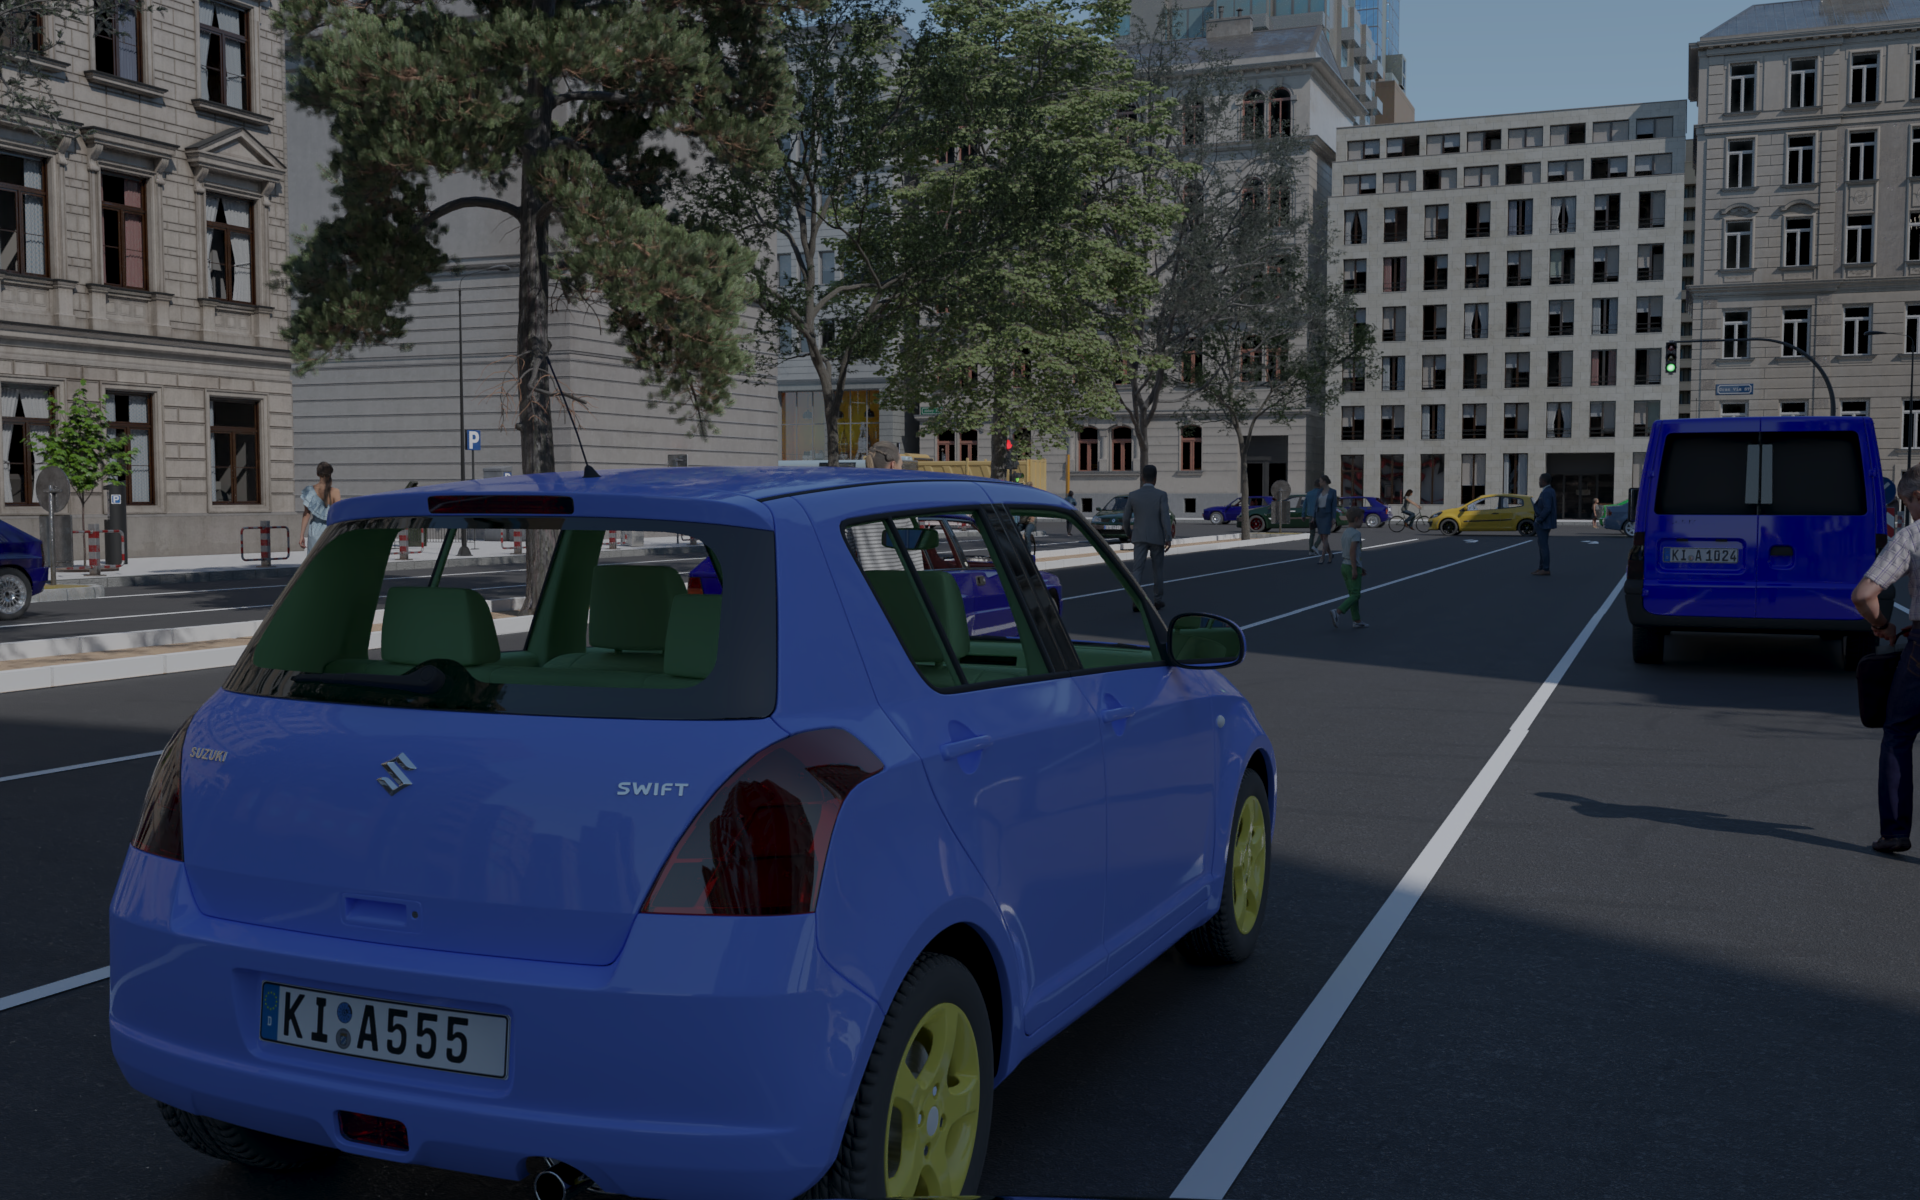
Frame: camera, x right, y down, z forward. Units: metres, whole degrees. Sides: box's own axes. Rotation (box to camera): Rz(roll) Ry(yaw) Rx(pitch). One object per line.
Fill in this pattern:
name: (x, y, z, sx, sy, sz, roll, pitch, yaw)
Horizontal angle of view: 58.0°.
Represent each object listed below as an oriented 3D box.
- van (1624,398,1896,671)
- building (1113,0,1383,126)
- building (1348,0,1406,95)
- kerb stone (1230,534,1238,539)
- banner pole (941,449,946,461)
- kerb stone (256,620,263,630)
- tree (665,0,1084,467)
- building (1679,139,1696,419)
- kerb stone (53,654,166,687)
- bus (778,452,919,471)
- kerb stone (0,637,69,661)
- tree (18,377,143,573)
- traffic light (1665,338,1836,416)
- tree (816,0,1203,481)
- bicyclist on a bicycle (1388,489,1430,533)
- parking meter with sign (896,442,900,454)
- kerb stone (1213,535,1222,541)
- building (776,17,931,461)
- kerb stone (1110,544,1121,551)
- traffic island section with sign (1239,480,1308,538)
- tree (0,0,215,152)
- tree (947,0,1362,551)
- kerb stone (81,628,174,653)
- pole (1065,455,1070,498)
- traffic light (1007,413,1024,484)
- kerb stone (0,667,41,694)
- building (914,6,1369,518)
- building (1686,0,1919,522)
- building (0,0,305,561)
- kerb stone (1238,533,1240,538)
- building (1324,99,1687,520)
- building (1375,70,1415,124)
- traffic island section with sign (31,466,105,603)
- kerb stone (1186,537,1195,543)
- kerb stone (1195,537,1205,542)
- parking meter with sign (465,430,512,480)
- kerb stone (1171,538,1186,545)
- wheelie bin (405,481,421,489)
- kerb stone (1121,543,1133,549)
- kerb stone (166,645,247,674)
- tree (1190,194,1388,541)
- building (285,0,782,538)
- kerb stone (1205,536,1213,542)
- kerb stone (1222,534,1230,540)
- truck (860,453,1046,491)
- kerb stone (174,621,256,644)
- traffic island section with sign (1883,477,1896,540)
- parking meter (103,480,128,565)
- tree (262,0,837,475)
van: (7.241, -0.702, 15.856, 2.240, 2.365, 5.245, 2, 4, 23)
building: (27.994, -33.492, 167.206, 23.786, 49.044, 30.456, 1, 4, 23)
building: (52.590, -57.766, 257.150, 31.000, 86.520, 22.319, 1, 4, 23)
kerb stone: (8.544, -2.000, 54.937, 0.120, 0.150, 1.000, 1, 4, 23)
banner pole: (-0.893, -6.432, 95.185, 0.401, 3.779, 0.863, -1, 4, -17)
kerb stone: (-6.929, 0.264, 17.885, 0.120, 0.150, 1.000, 1, 4, 23)
tree: (-1.764, -5.490, 26.633, 8.767, 10.594, 7.601, 1, 4, 23)
building: (103.052, -37.530, 237.310, 21.600, 48.544, 21.300, 1, 4, 23)
kerb stone: (-6.575, 0.543, 13.314, 0.120, 0.150, 1.000, 1, 4, 23)
bus: (-7.499, -5.235, 80.450, 13.247, 3.499, 2.948, 2, 4, 24)
kerb stone: (-8.125, 0.437, 15.043, 0.120, 0.150, 1.000, 1, 4, 23)
tree: (-14.419, -2.088, 28.736, 1.663, 3.219, 1.824, 0, 3, 0)
traffic light: (23.066, -4.637, 50.483, 4.771, 5.953, 1.251, 1, 4, 23)
tree: (0.812, -6.922, 33.766, 7.486, 12.596, 7.792, 0, 3, 0)
bicyclist on a bicycle: (16.778, -3.330, 64.459, 1.625, 1.676, 1.499, 1, 4, 21)
parking meter with sign: (-2.913, -3.814, 58.621, 1.738, 3.016, 0.543, 0, 4, 1)
kerb stone: (7.756, -1.886, 53.034, 0.120, 0.150, 1.000, 1, 4, 23)
building: (-15.342, -20.250, 108.572, 29.804, 29.767, 11.434, 1, 4, 23)
kerb stone: (3.768, -1.299, 43.507, 0.120, 0.150, 1.000, 1, 4, 23)
traffic island section with sign: (10.294, -2.947, 56.325, 2.006, 1.907, 1.989, 1, 4, 23)
tree: (-8.778, -5.941, 9.966, 12.009, 13.543, 11.850, 0, 3, 0)
tree: (4.588, -7.962, 43.002, 12.009, 13.543, 11.850, 0, 3, 0)
kerb stone: (-7.728, 0.379, 15.994, 0.120, 0.150, 1.000, 1, 4, 23)
pole: (5.570, -5.858, 89.623, 0.158, 3.312, 0.155, 0, 3, 0)
traffic light: (1.757, -4.316, 59.486, 0.839, 4.253, 0.868, 1, 4, 23)
kerb stone: (-6.970, 0.601, 12.367, 0.120, 0.150, 1.000, 1, 4, 23)
building: (10.228, -19.093, 99.566, 23.554, 28.519, 14.401, 1, 4, 23)
building: (48.118, -17.452, 82.598, 25.104, 27.353, 12.463, 1, 4, 23)
building: (-22.562, -10.223, 31.782, 10.561, 19.102, 19.286, 1, 4, 23)
kerb stone: (8.950, -2.057, 55.880, 0.120, 0.150, 1.000, 1, 4, 23)
building: (28.560, -14.414, 90.413, 16.860, 20.320, 10.420, 1, 4, 23)
building: (40.558, -32.804, 186.455, 14.600, 45.320, 14.200, 1, 4, 23)
traffic island section with sign: (-12.946, -0.919, 23.650, 1.989, 1.847, 2.006, 1, 4, 23)
kerb stone: (6.555, -1.706, 50.181, 0.120, 0.150, 1.000, 1, 4, 23)
kerb stone: (6.962, -1.770, 51.139, 0.120, 0.150, 1.000, 1, 4, 23)
parking meter with sign: (-12.519, -3.097, 46.892, 1.738, 3.016, 0.543, 2, 4, 25)
kerb stone: (6.153, -1.653, 49.225, 0.120, 0.150, 1.000, 1, 4, 23)
wheelie bin: (-13.308, -2.101, 42.252, 0.693, 1.594, 0.980, 0, 4, -2)
kerb stone: (4.163, -1.361, 44.454, 0.120, 0.150, 1.000, 1, 4, 23)
kerb stone: (-6.174, 0.485, 14.264, 0.120, 0.150, 1.000, 1, 4, 23)
tree: (8.769, -7.055, 52.218, 8.767, 10.594, 7.601, 1, 4, 23)
building: (-19.000, -13.136, 56.580, 24.055, 21.916, 13.314, 1, 4, 23)
kerb stone: (7.361, -1.828, 52.087, 0.120, 0.150, 1.000, 1, 4, 23)
kerb stone: (8.154, -1.944, 53.985, 0.120, 0.150, 1.000, 1, 4, 23)
truck: (-0.870, -5.319, 82.894, 9.791, 3.379, 3.469, 1, 4, 21)
kerb stone: (-7.335, 0.324, 16.943, 0.120, 0.150, 1.000, 1, 4, 23)
traffic island section with sign: (20.688, -1.880, 39.361, 1.989, 1.847, 2.006, 1, 4, 23)
parking meter: (-15.366, -1.413, 31.511, 0.372, 1.533, 0.369, 0, 3, 0)
tree: (-4.868, -5.819, 19.659, 6.751, 12.117, 7.091, 0, 3, 0)
